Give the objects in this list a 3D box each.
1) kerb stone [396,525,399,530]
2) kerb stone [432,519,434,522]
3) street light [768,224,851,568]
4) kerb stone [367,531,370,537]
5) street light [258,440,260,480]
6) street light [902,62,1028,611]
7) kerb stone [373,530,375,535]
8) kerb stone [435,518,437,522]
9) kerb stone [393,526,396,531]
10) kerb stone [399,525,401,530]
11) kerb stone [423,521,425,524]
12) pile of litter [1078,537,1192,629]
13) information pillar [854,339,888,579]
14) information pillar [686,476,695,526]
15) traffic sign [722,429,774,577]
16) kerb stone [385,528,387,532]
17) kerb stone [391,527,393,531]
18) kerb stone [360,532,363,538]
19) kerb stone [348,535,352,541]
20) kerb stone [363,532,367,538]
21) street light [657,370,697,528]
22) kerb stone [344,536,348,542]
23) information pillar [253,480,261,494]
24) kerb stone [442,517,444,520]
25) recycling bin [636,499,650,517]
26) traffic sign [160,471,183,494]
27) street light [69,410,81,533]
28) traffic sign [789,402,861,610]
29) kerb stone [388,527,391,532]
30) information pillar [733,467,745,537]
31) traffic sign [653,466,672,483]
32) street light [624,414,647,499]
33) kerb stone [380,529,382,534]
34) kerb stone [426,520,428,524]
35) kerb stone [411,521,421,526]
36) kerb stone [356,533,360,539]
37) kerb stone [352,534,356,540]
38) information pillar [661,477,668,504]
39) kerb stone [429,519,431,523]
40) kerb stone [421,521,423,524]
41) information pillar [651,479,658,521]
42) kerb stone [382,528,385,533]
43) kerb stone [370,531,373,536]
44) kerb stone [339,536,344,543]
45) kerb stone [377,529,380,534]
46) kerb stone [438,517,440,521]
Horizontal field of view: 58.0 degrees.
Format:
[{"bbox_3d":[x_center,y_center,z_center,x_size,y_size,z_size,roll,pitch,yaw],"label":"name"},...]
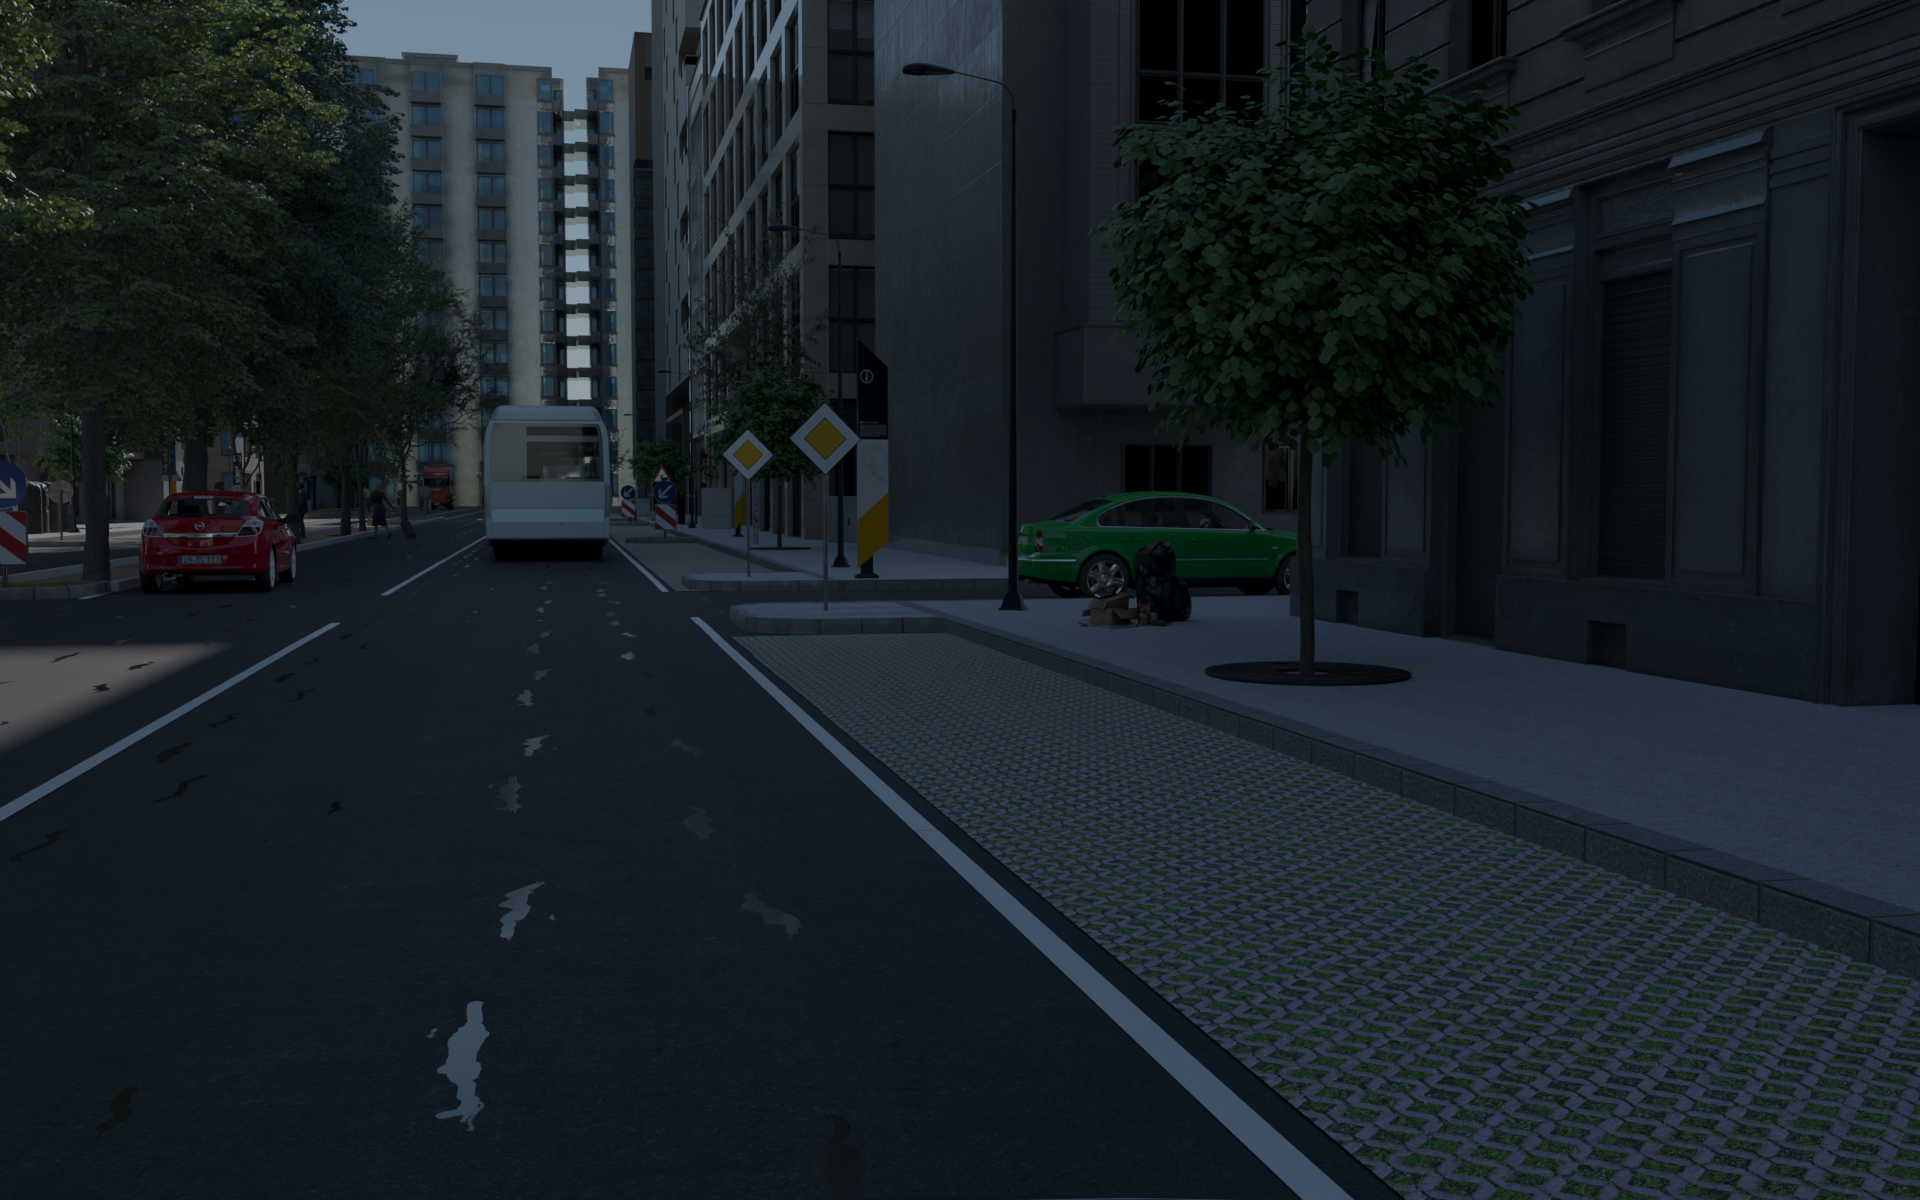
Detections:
[{"bbox_3d":[-22.197,-2.791,67.828,0.120,0.150,1.000,-1,4,-13],"label":"kerb stone"},{"bbox_3d":[-26.596,-3.952,86.816,0.120,0.150,1.000,-1,4,-13],"label":"kerb stone"},{"bbox_3d":[-2.618,-3.519,30.073,1.470,5.913,1.316,-1,4,-13],"label":"street light"},{"bbox_3d":[-19.899,-2.180,57.833,0.120,0.150,1.000,-1,4,-13],"label":"kerb stone"},{"bbox_3d":[-36.997,-7.358,92.846,1.470,5.913,1.316,-1,4,-13],"label":"street light"},{"bbox_3d":[0.062,-2.838,18.936,1.470,5.913,1.316,-1,4,-13],"label":"street light"},{"bbox_3d":[-20.360,-2.296,59.832,0.120,0.150,1.000,-1,4,-13],"label":"kerb stone"},{"bbox_3d":[-27.064,-4.074,88.826,0.120,0.150,1.000,-1,4,-13],"label":"kerb stone"},{"bbox_3d":[-21.979,-2.730,66.829,0.120,0.150,1.000,-1,4,-13],"label":"kerb stone"},{"bbox_3d":[-22.438,-2.852,68.829,0.120,0.150,1.000,-1,4,-13],"label":"kerb stone"},{"bbox_3d":[-25.208,-3.586,80.829,0.120,0.150,1.000,-1,4,-13],"label":"kerb stone"},{"bbox_3d":[1.700,-0.204,17.300,1.176,0.858,1.719,3,5,41],"label":"pile of litter"},{"bbox_3d":[-1.344,-2.139,26.322,0.504,3.616,0.183,-1,4,-17],"label":"information pillar"},{"bbox_3d":[-10.998,-4.050,70.710,0.304,2.012,0.304,-1,4,-23],"label":"information pillar"},{"bbox_3d":[-3.281,-1.418,26.827,0.795,2.450,0.064,-1,4,-13],"label":"traffic sign"},{"bbox_3d":[-21.294,-2.547,63.832,0.120,0.150,1.000,-1,4,-13],"label":"kerb stone"},{"bbox_3d":[-21.748,-2.669,65.833,0.120,0.150,1.000,-1,4,-13],"label":"kerb stone"},{"bbox_3d":[-19.436,-2.058,55.839,0.120,0.150,1.000,-1,4,-13],"label":"kerb stone"},{"bbox_3d":[-18.742,-1.871,52.846,0.120,0.150,1.000,-1,4,-13],"label":"kerb stone"},{"bbox_3d":[-19.660,-2.118,56.837,0.120,0.150,1.000,-1,4,-13],"label":"kerb stone"},{"bbox_3d":[-10.628,-5.657,65.029,1.470,5.913,1.316,-1,4,-13],"label":"street light"},{"bbox_3d":[-18.512,-1.814,51.848,0.120,0.150,1.000,-1,4,-13],"label":"kerb stone"},{"bbox_3d":[-37.168,-5.330,91.642,0.304,2.012,0.304,-3,4,-38],"label":"information pillar"},{"bbox_3d":[-28.212,-4.381,93.822,0.120,0.150,1.000,-1,4,-13],"label":"kerb stone"},{"bbox_3d":[-17.921,-5.220,97.902,0.722,1.027,0.722,-1,4,-17],"label":"recycling bin"},{"bbox_3d":[-32.564,-4.374,71.526,0.884,2.594,0.081,-1,4,-11],"label":"traffic sign"},{"bbox_3d":[-28.810,-5.187,57.349,1.470,5.913,1.316,-1,4,-13],"label":"street light"},{"bbox_3d":[-1.483,-0.942,19.046,0.795,2.450,0.064,-1,4,-13],"label":"traffic sign"},{"bbox_3d":[-21.516,-2.608,64.830,0.120,0.150,1.000,-1,4,-13],"label":"kerb stone"},{"bbox_3d":[-6.622,-3.703,51.904,0.183,3.616,0.504,-3,4,-36],"label":"information pillar"},{"bbox_3d":[-13.720,-4.880,79.790,0.884,2.594,0.081,-1,4,-9],"label":"traffic sign"},{"bbox_3d":[-18.748,-7.817,100.351,1.470,5.913,1.316,-1,4,-13],"label":"street light"},{"bbox_3d":[-20.823,-2.422,61.835,0.120,0.150,1.000,-1,4,-13],"label":"kerb stone"},{"bbox_3d":[-25.668,-3.708,82.824,0.120,0.150,1.000,-1,4,-13],"label":"kerb stone"},{"bbox_3d":[-24.753,-3.464,78.835,0.120,0.150,1.000,-1,4,-13],"label":"kerb stone"},{"bbox_3d":[-19.207,-1.997,54.843,0.120,0.150,1.000,-1,4,-13],"label":"kerb stone"},{"bbox_3d":[-18.973,-1.930,53.842,0.120,0.150,1.000,-1,4,-13],"label":"kerb stone"},{"bbox_3d":[-12.748,-4.300,74.795,0.304,2.012,0.304,0,4,-8],"label":"information pillar"},{"bbox_3d":[-26.134,-3.824,84.824,0.120,0.150,1.000,-1,4,-13],"label":"kerb stone"},{"bbox_3d":[-24.984,-3.522,79.831,0.120,0.150,1.000,-1,4,-13],"label":"kerb stone"},{"bbox_3d":[-14.519,-4.764,82.378,0.304,2.012,0.304,-1,4,-19],"label":"information pillar"},{"bbox_3d":[-21.052,-2.481,62.839,0.120,0.150,1.000,-1,4,-13],"label":"kerb stone"},{"bbox_3d":[-20.127,-2.240,58.833,0.120,0.150,1.000,-1,4,-13],"label":"kerb stone"},{"bbox_3d":[-18.283,-1.752,50.835,0.120,0.150,1.000,-1,4,-13],"label":"kerb stone"},{"bbox_3d":[-20.586,-2.363,60.832,0.120,0.150,1.000,-1,4,-13],"label":"kerb stone"},{"bbox_3d":[-27.523,-4.197,90.821,0.120,0.150,1.000,-1,4,-13],"label":"kerb stone"}]
